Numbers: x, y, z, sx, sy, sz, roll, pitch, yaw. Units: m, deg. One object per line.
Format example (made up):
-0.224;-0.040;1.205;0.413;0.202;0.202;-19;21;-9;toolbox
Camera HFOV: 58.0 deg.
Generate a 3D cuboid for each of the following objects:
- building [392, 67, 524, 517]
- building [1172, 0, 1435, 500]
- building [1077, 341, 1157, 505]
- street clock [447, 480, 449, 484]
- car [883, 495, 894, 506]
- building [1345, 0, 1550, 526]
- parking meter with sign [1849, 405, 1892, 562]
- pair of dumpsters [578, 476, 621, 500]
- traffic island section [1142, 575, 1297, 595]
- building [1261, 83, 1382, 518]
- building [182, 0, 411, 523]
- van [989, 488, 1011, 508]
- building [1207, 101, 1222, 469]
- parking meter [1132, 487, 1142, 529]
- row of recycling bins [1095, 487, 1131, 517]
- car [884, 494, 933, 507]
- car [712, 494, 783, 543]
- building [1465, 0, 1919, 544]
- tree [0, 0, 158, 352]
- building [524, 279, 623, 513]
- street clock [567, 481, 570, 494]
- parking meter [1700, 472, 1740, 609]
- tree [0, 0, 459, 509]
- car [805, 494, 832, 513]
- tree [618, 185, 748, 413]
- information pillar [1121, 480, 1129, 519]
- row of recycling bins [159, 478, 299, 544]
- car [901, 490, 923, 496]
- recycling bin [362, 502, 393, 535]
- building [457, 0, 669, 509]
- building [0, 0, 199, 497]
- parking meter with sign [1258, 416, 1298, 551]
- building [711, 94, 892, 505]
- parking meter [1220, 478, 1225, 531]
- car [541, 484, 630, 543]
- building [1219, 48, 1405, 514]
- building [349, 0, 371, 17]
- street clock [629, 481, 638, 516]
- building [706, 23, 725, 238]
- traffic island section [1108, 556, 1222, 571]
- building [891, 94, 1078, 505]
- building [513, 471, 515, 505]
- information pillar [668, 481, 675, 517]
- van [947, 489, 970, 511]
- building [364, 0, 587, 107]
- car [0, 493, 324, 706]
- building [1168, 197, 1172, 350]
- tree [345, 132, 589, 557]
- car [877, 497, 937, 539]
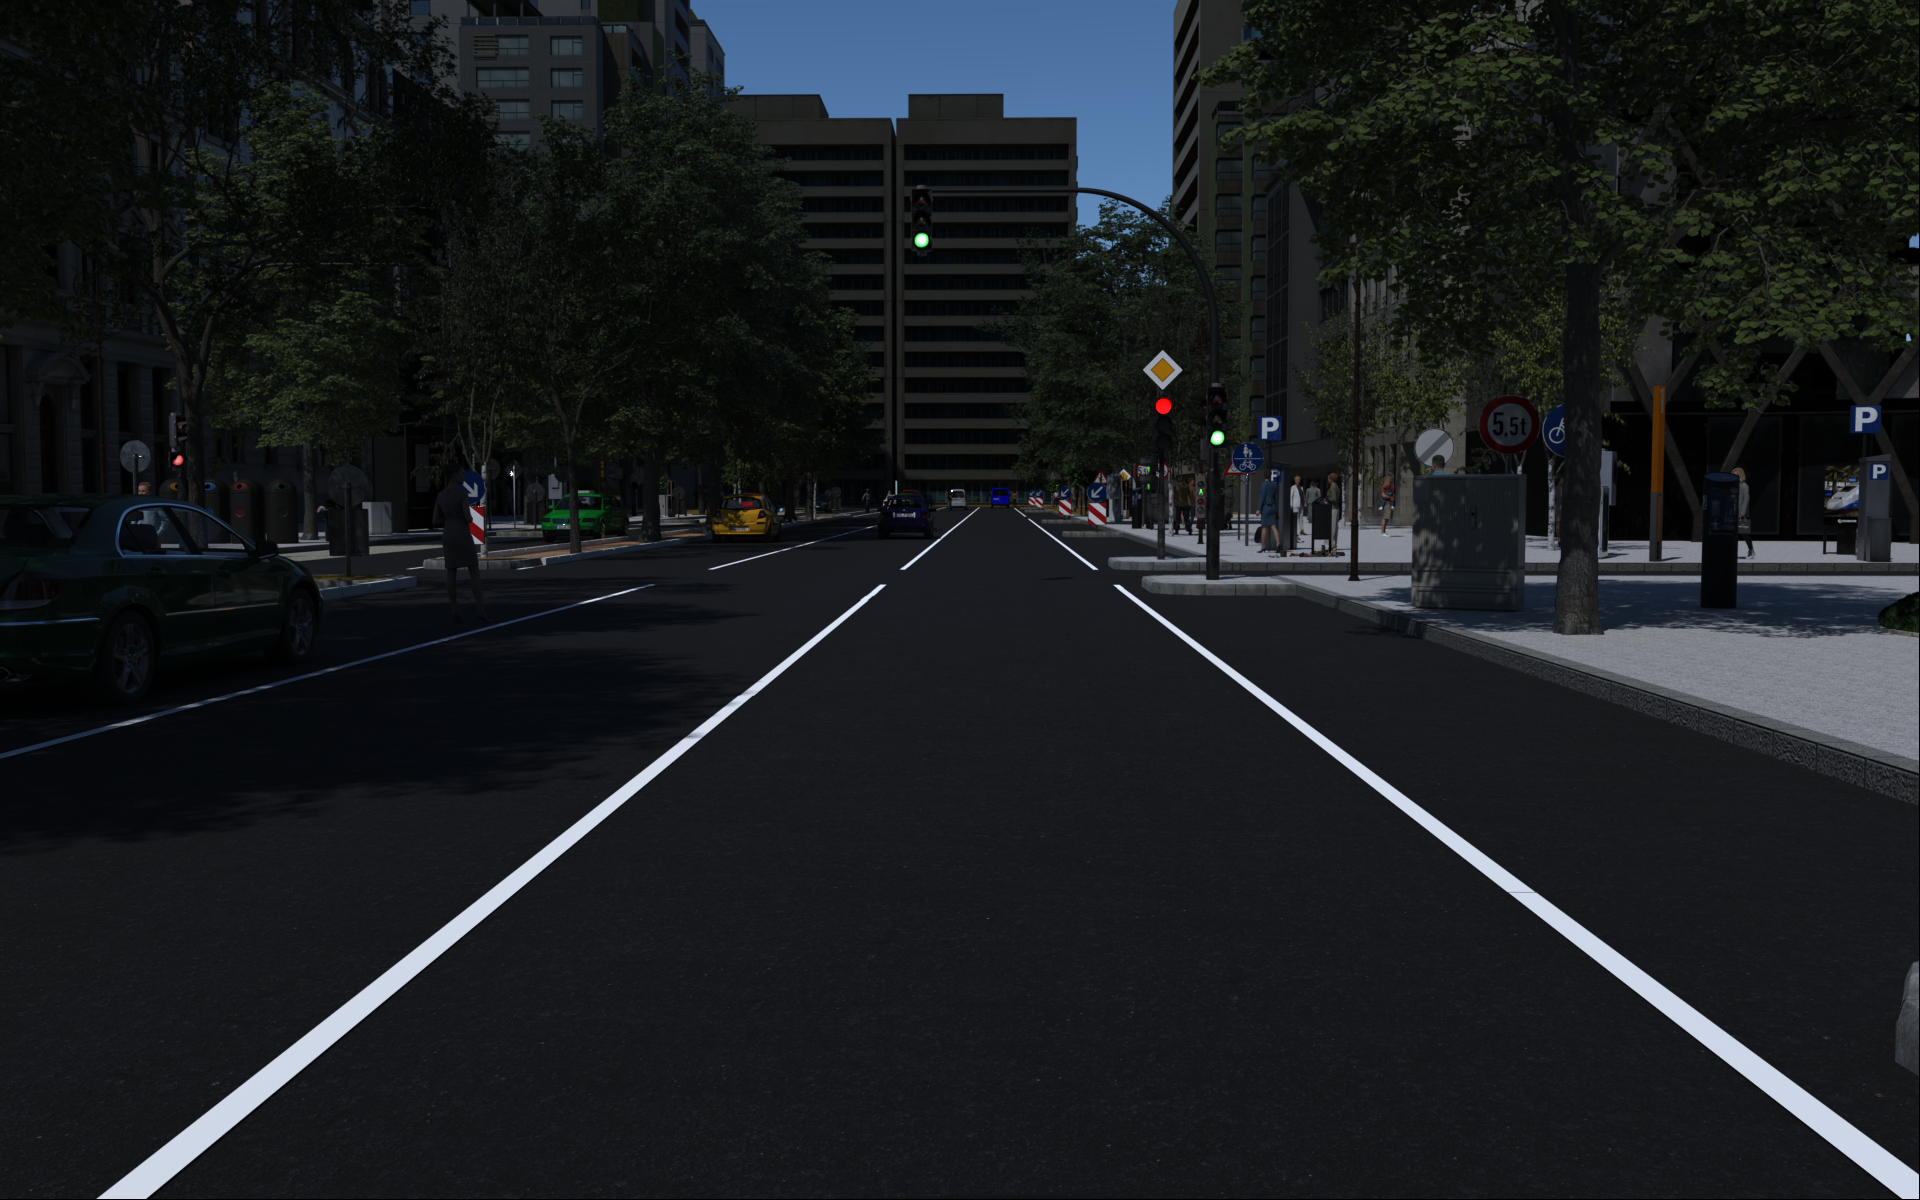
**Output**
-32.941;-16.378;97.453;12.332;23.373;15.834;0;4;1;building
29.850;-32.067;147.995;21.300;48.544;21.600;0;4;1;building
28.678;-22.734;216.736;28.899;21.520;27.650;0;4;1;building
-17.081;-3.295;58.449;0.358;2.002;0.471;1;4;16;street clock
-4.807;-7.276;131.318;2.083;1.381;4.827;0;4;2;car
22.686;-13.187;70.360;10.420;20.320;16.860;0;4;1;building
17.565;-2.266;33.310;0.543;3.016;1.738;1;4;15;parking meter with sign
-19.279;-5.490;92.257;1.574;2.255;4.437;0;4;1;pair of dumpsters
3.795;-0.223;25.935;2.009;0.180;2.903;0;4;1;traffic island section
25.647;-16.790;93.586;14.314;24.678;30.058;0;4;1;building
-35.025;-17.726;77.207;14.401;28.519;23.554;0;4;1;building
4.052;-10.426;174.855;2.240;2.365;5.245;0;4;1;van
25.491;-21.948;130.556;14.160;30.474;14.107;0;4;1;building
6.558;-3.412;64.199;0.372;1.533;0.369;0;3;0;parking meter
9.241;-5.628;99.127;3.534;1.692;1.069;-3;4;-36;row of recycling bins
-2.107;-3.739;70.918;2.009;1.686;4.222;0;4;-1;car
-6.367;-2.555;51.990;2.015;1.641;3.980;0;4;0;car
25.935;-11.283;51.922;16.811;18.784;16.820;0;4;1;building
-9.641;-5.682;13.477;7.486;12.596;7.792;0;3;0;tree
-41.349;-17.131;125.131;27.650;21.520;28.899;0;4;1;building
-19.463;-5.033;86.854;0.358;2.002;0.471;3;4;36;street clock
8.569;-0.680;19.524;0.372;1.533;0.369;0;3;0;parking meter
-9.567;-5.203;21.940;8.767;10.594;7.601;0;4;1;tree
-10.838;-7.527;132.857;2.009;1.686;4.222;0;4;2;car
-9.129;-6.389;41.326;8.767;10.594;7.601;0;4;1;tree
8.504;-5.173;89.072;0.304;2.012;0.304;3;4;37;information pillar
-18.948;-2.311;44.899;3.534;1.692;1.069;0;4;-2;row of recycling bins
-4.460;-9.019;156.137;2.281;1.827;5.304;0;4;0;car
-18.430;-2.584;54.798;0.722;1.027;0.722;-3;4;-38;recycling bin
-32.998;-28.270;145.814;14.154;41.232;14.086;0;4;1;building
-33.513;-13.808;54.646;11.050;23.489;19.941;0;4;1;building
7.282;-2.642;39.460;0.543;3.016;1.738;2;4;26;parking meter with sign
-18.312;-36.086;213.707;21.600;48.544;21.300;0;4;1;building
9.107;-3.376;60.910;0.255;1.863;0.399;-2;4;-32;parking meter
-11.303;-2.668;52.420;1.959;1.807;4.718;0;4;3;car
25.679;-21.068;116.158;14.160;30.474;14.107;0;4;1;building
-64.683;-44.347;163.322;20.611;71.187;20.563;0;4;1;building
-18.763;-5.813;99.617;0.358;2.002;0.471;3;5;42;street clock
-43.511;-41.151;214.823;28.212;58.520;21.231;0;4;1;building
3.960;-0.712;33.918;2.009;0.180;2.903;0;4;1;traffic island section
3.292;-36.068;213.407;21.600;48.544;21.300;0;4;1;building
-69.831;-32.329;220.451;23.993;40.220;32.217;0;4;1;building
-16.019;-5.608;96.180;0.304;2.012;0.304;3;4;38;information pillar
-0.174;-8.847;151.664;2.013;2.044;4.112;0;4;2;van
-39.966;-37.983;163.021;28.212;58.520;21.231;0;4;1;building
-6.475;-0.082;13.145;2.131;1.459;4.920;0;4;2;car
26.796;-24.149;166.540;14.160;30.474;14.107;0;4;1;building
-9.717;-5.046;35.328;4.360;8.622;3.978;0;3;0;tree
-1.743;-2.674;56.298;1.945;1.354;3.894;0;4;0;car
